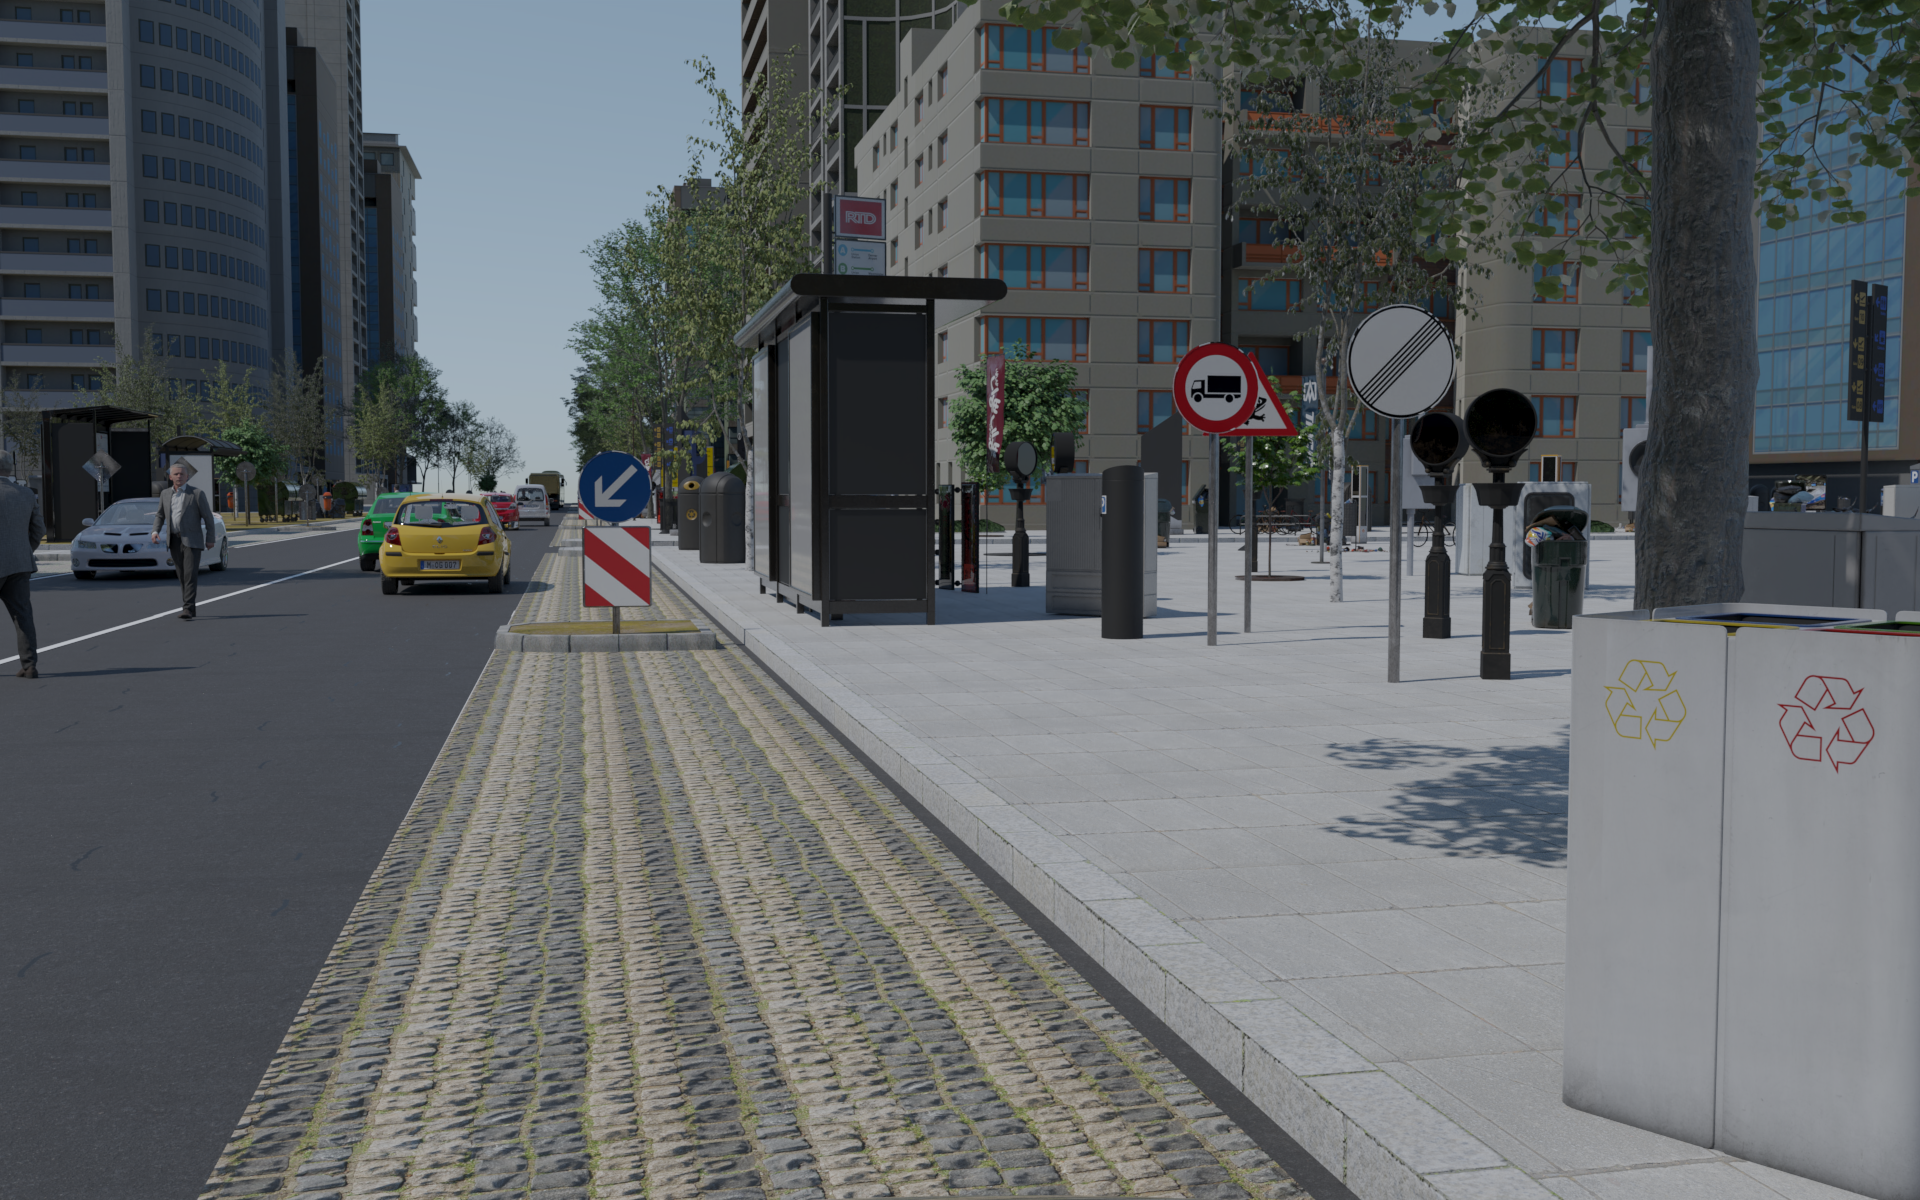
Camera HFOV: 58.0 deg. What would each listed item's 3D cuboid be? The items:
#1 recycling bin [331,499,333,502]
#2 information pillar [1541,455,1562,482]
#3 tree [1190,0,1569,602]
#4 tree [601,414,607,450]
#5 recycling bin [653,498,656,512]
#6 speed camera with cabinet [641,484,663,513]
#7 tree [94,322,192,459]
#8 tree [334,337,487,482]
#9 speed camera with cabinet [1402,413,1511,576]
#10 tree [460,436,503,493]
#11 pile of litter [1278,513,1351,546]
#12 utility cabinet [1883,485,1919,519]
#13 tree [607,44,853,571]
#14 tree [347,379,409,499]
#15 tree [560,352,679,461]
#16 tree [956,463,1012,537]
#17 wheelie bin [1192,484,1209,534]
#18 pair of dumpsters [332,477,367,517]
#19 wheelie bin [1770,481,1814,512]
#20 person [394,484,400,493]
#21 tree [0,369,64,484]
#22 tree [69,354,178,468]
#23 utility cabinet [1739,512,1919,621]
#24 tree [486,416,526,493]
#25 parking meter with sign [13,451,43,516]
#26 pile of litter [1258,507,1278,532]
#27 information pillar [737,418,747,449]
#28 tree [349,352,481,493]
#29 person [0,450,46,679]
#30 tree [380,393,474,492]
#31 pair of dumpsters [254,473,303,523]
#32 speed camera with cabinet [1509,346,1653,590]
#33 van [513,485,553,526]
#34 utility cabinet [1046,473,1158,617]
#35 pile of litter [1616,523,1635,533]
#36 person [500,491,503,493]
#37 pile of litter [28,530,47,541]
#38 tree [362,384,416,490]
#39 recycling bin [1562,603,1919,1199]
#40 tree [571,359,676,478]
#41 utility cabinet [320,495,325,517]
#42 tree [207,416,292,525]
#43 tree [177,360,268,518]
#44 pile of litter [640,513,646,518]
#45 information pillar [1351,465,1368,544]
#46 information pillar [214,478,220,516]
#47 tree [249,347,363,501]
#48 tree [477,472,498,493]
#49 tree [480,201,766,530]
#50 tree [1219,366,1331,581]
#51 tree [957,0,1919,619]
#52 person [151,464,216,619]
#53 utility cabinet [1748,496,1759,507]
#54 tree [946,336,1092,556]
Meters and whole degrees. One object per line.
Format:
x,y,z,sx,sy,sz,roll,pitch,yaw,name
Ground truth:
-39.805,-5.933,109.562,0.722,1.027,0.722,-1,4,-11,recycling bin
11.114,-1.719,32.602,0.304,2.012,0.304,2,4,32,information pillar
4.702,-4.282,20.367,4.360,8.622,3.978,0,3,0,tree
-20.616,-9.648,108.107,4.737,8.622,4.395,0,3,0,tree
-21.219,-6.695,122.016,0.722,1.027,0.722,1,4,12,recycling bin
-18.432,-6.623,102.616,2.038,3.252,0.660,1,4,10,speed camera with cabinet
-35.384,-7.603,74.666,4.360,8.622,3.978,0,3,0,tree
-44.111,-13.808,136.129,12.009,13.543,11.850,0,3,0,tree
7.875,-2.016,27.291,2.038,3.252,0.660,0,4,-4,speed camera with cabinet
-57.984,-15.648,206.208,4.737,8.622,4.395,0,3,0,tree
8.942,-1.791,43.242,1.719,0.858,1.176,0,4,4,pile of litter
22.934,-2.049,42.186,1.173,1.500,0.318,-2,4,-32,utility cabinet
-3.579,-4.798,28.815,4.737,8.622,4.395,0,3,0,tree
-37.424,-9.823,110.966,4.737,8.622,4.395,0,3,0,tree
-26.232,-13.975,135.148,9.857,13.997,8.962,0,3,0,tree
0.854,-3.498,51.787,1.663,3.219,1.824,0,3,0,tree
7.846,-2.928,55.788,0.693,1.594,0.980,0,4,-1,wheelie bin
-34.867,-5.889,98.778,1.574,2.255,4.437,-1,4,-12,pair of dumpsters
19.431,-1.994,40.515,0.980,1.594,0.693,3,4,36,wheelie bin
-20.405,-3.307,62.849,0.678,1.792,0.850,-3,5,-43,person
-55.576,-9.355,103.321,4.360,8.622,3.978,0,3,0,tree
-43.985,-8.566,90.417,4.737,8.622,4.395,0,3,0,tree
3.034,0.294,6.361,0.306,1.237,1.020,-1,4,-15,utility cabinet
-73.104,-21.972,269.607,12.009,13.543,11.850,0,3,0,tree
-37.628,-4.555,70.735,1.738,3.016,0.543,-2,4,-24,parking meter with sign
10.285,-2.726,58.529,1.176,0.858,1.719,0,4,1,pile of litter
-6.715,-3.796,53.419,0.183,3.616,0.504,-3,4,-38,information pillar
-40.691,-12.259,126.187,9.928,11.665,9.643,0,3,0,tree
-7.563,-0.285,13.560,0.834,1.777,0.661,2,4,24,person
-46.467,-13.155,149.492,8.767,10.594,7.601,-1,4,-23,tree
-31.301,-4.714,79.569,1.574,2.255,4.437,-1,4,-12,pair of dumpsters
8.528,-1.770,23.279,2.038,3.252,0.660,1,4,19,speed camera with cabinet
-19.312,-4.336,77.903,2.013,2.044,4.112,-1,4,-14,van
1.472,-0.579,18.140,1.173,1.500,0.318,2,4,34,utility cabinet
22.816,-2.696,58.045,1.719,0.858,1.176,2,4,24,pile of litter
-40.033,-8.671,150.957,1.217,1.739,0.721,2,4,24,person
-25.656,-2.044,47.388,1.176,0.858,1.719,-2,4,-27,pile of litter
-38.780,-10.151,116.326,4.360,8.622,3.978,0,3,0,tree
1.754,0.549,3.575,0.722,1.027,0.722,-3,5,-40,recycling bin
-22.430,-11.077,115.523,7.601,10.594,8.767,0,4,-3,tree
-34.414,-5.036,93.502,0.306,1.237,1.020,-1,4,-21,utility cabinet
-29.838,-5.423,72.384,4.285,4.588,4.351,0,3,0,tree
-39.429,-8.792,94.106,4.737,8.622,4.395,0,3,0,tree
-17.605,-4.874,93.647,1.176,0.858,1.719,-2,4,-30,pile of litter
10.290,-2.454,44.612,0.304,2.012,0.304,-2,4,-35,information pillar
-34.553,-4.643,80.412,0.304,2.012,0.304,-3,5,-39,information pillar
-32.696,-8.303,86.118,4.360,8.622,3.978,0,3,0,tree
-69.605,-16.601,255.136,4.285,4.588,4.351,0,3,0,tree
-10.415,-8.319,61.772,9.928,11.665,9.643,0,3,0,tree
4.520,-1.905,25.745,1.663,3.219,1.824,0,3,0,tree
2.154,-5.317,5.064,7.486,12.596,7.792,0,3,0,tree
-8.903,-0.667,19.809,0.661,1.777,0.834,0,4,-7,person
26.817,-2.926,59.004,1.020,1.237,0.306,-3,5,-40,utility cabinet
1.177,-3.207,36.141,4.285,4.588,4.351,0,3,0,tree
